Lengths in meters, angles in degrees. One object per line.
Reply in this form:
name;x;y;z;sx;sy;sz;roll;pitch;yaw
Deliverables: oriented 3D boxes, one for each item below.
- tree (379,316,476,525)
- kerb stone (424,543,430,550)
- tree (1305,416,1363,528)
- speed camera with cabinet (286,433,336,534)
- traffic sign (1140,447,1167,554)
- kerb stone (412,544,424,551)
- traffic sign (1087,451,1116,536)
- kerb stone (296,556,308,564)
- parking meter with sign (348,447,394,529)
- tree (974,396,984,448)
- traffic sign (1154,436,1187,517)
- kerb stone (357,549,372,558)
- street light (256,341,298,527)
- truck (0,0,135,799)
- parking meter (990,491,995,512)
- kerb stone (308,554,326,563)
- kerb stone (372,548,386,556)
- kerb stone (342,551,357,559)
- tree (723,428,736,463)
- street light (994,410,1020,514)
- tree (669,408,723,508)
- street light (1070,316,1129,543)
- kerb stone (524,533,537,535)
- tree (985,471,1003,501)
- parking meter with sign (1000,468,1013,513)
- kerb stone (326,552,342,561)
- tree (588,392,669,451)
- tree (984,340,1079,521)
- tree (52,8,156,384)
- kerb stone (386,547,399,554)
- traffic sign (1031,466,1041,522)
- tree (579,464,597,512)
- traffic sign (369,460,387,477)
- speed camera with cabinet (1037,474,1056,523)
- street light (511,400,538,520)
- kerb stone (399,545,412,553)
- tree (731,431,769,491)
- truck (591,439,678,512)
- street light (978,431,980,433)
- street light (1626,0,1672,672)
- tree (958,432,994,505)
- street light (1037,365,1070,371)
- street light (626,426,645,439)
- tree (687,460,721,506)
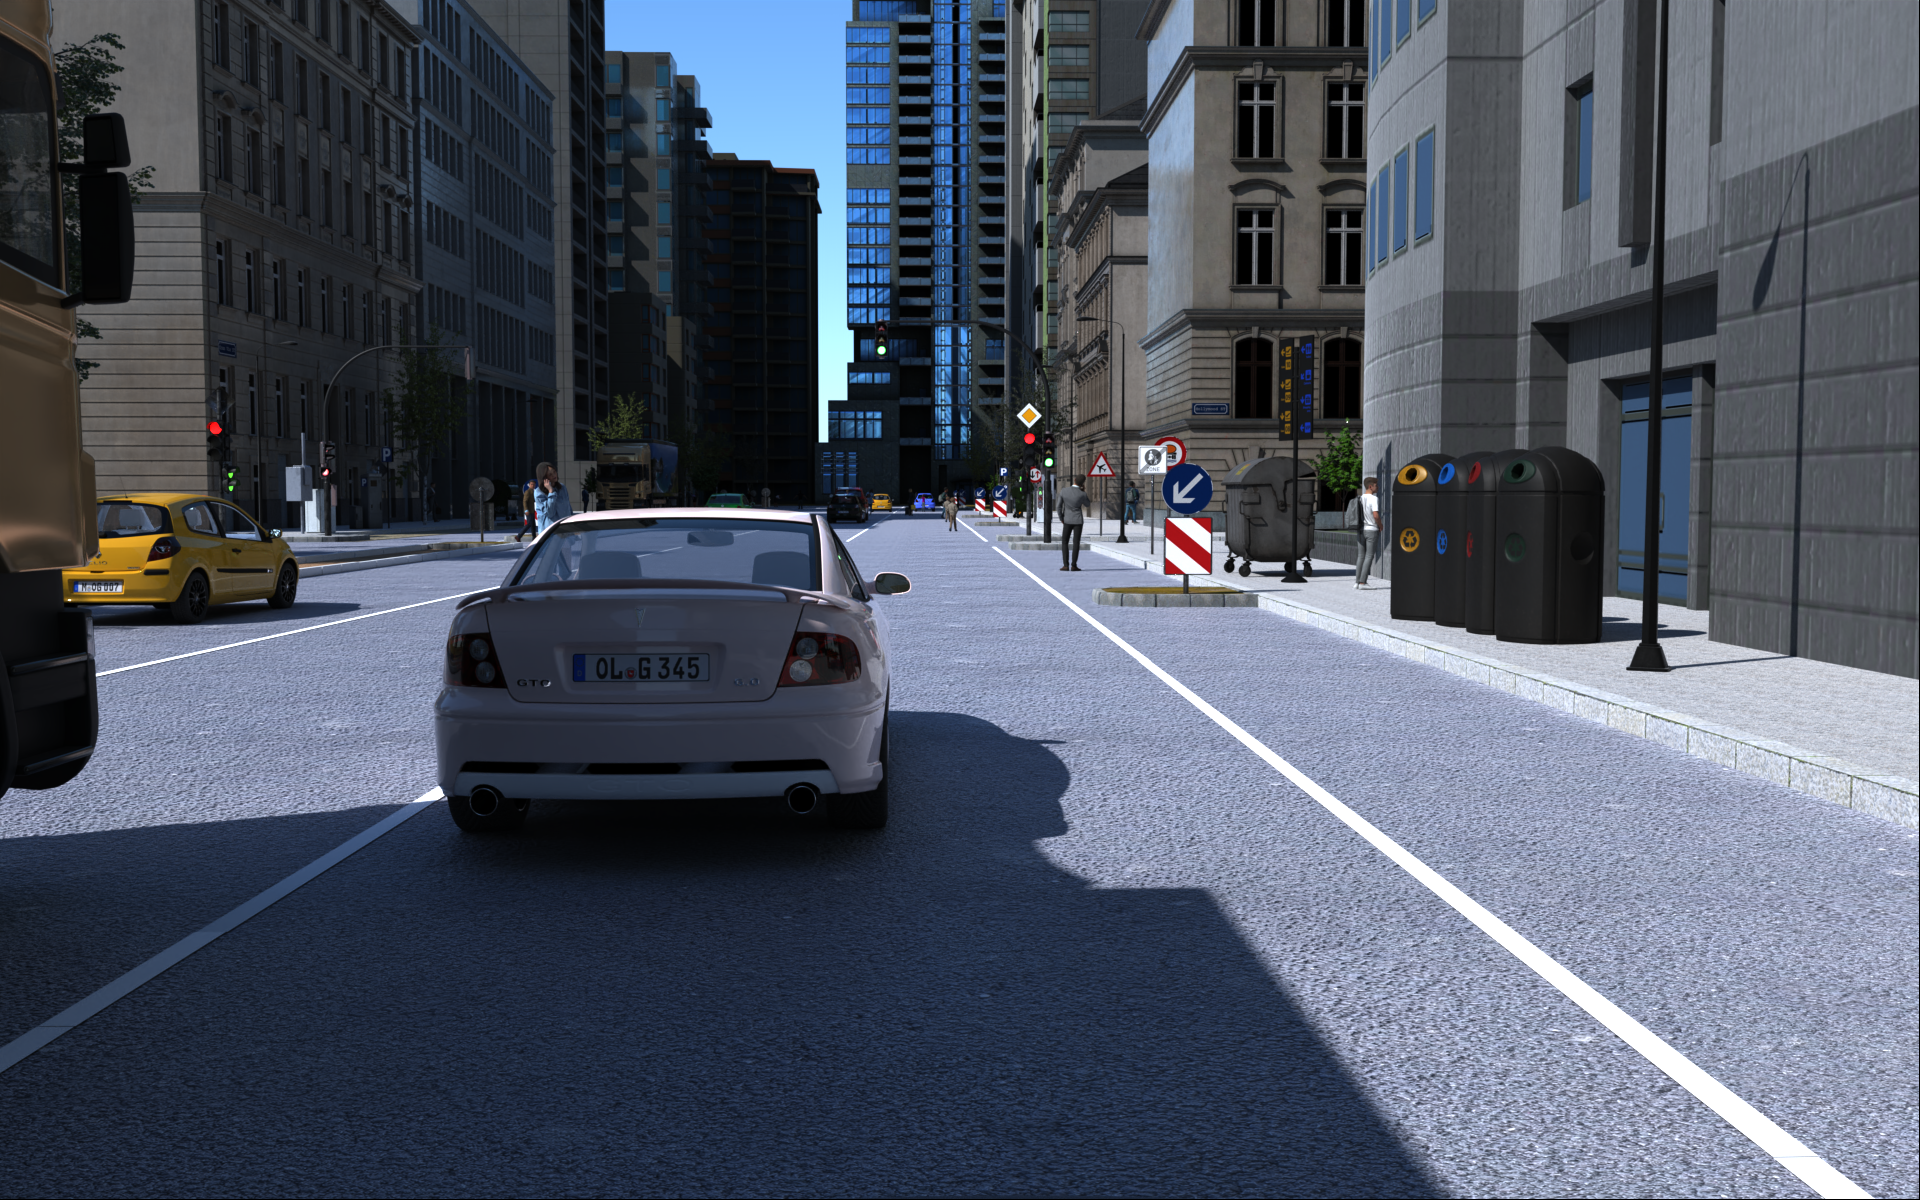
tree;-22.331;-7.452;72.197;4.737;8.622;4.395;0;3;0
kerb stone;-13.747;-1.358;44.485;0.120;0.150;1.000;0;4;-1
tree;9.667;-2.980;43.318;1.663;3.219;1.824;0;3;0
speed camera with cabinet;-21.254;-3.815;56.706;0.660;3.252;2.038;1;4;11
traffic sign;4.088;-2.118;36.758;0.606;2.300;0.079;0;4;0
kerb stone;-13.728;-1.300;43.456;0.120;0.150;1.000;0;4;-1
traffic sign;4.312;-3.237;52.931;0.884;2.594;0.081;0;4;0
kerb stone;-13.559;-0.796;35.256;0.120;0.150;1.000;0;4;-1
parking meter with sign;-21.767;-4.141;63.971;0.543;3.016;1.738;2;4;30
tree;2.931;-10.376;120.008;4.360;8.622;3.978;0;3;0
traffic sign;4.592;-2.320;38.044;0.768;2.556;0.104;0;4;0
kerb stone;-13.641;-1.050;39.363;0.120;0.150;1.000;0;4;-1
street light;-20.833;-4.911;52.830;1.470;5.913;1.316;0;4;-1
truck;-4.077;-0.758;1.311;2.839;4.237;11.283;0;4;-2
parking meter;2.299;-7.009;123.004;0.372;1.533;0.369;0;3;0
kerb stone;-13.576;-0.860;36.281;0.120;0.150;1.000;0;4;-1
kerb stone;-13.666;-1.112;40.384;0.120;0.150;1.000;0;4;-1
kerb stone;-13.631;-0.987;38.337;0.120;0.150;1.000;0;4;-1
tree;-24.376;-13.530;171.581;4.737;8.622;4.395;0;3;0
street light;2.726;-7.505;95.252;1.470;5.913;1.316;0;4;-1
tree;-23.491;-12.161;149.200;4.737;8.622;4.395;0;3;0
street light;3.737;-4.460;45.455;1.470;5.913;1.316;0;4;-1
kerb stone;-13.993;-2.087;56.313;0.120;0.150;1.000;0;4;-1
tree;3.164;-9.193;144.907;1.663;3.219;1.824;0;3;0
parking meter with sign;3.128;-7.283;115.336;0.543;3.016;1.738;1;4;16
kerb stone;-13.605;-0.917;37.312;0.120;0.150;1.000;0;4;-1
tree;-24.233;-10.618;123.972;4.737;8.622;4.395;0;3;0
tree;3.643;-8.141;83.460;4.360;8.622;3.978;0;3;0
tree;-21.648;-7.815;34.430;9.857;13.997;8.962;0;3;0
kerb stone;-13.681;-1.175;41.407;0.120;0.150;1.000;0;4;-1
traffic sign;3.408;-4.811;78.769;0.768;2.556;0.104;0;3;0
tree;-23.844;-7.164;111.739;1.663;3.219;1.824;0;3;0
traffic sign;-22.119;-4.049;65.931;0.795;2.593;0.064;0;4;7
speed camera with cabinet;3.874;-5.075;77.307;0.660;3.252;2.038;1;4;12
street light;-21.472;-6.899;85.339;1.470;5.913;1.316;0;4;-1
kerb stone;-13.703;-1.229;42.429;0.120;0.150;1.000;0;4;-1
tree;-24.512;-15.414;202.388;4.360;8.622;3.978;0;3;0
truck;-16.708;-6.165;89.709;2.839;4.237;11.283;0;3;0
street light;2.006;-9.540;128.520;1.470;5.913;1.316;0;4;-1
street light;4.490;-2.442;12.464;1.470;5.913;1.316;0;4;-1
tree;1.917;-15.526;204.207;4.737;8.622;4.395;0;3;0
street light;3.473;-5.490;62.304;1.470;5.913;1.316;0;4;-1
street light;-22.162;-8.897;118.015;1.470;5.913;1.316;0;4;-1
tree;-24.626;-11.185;166.589;4.285;4.588;4.351;0;3;0
